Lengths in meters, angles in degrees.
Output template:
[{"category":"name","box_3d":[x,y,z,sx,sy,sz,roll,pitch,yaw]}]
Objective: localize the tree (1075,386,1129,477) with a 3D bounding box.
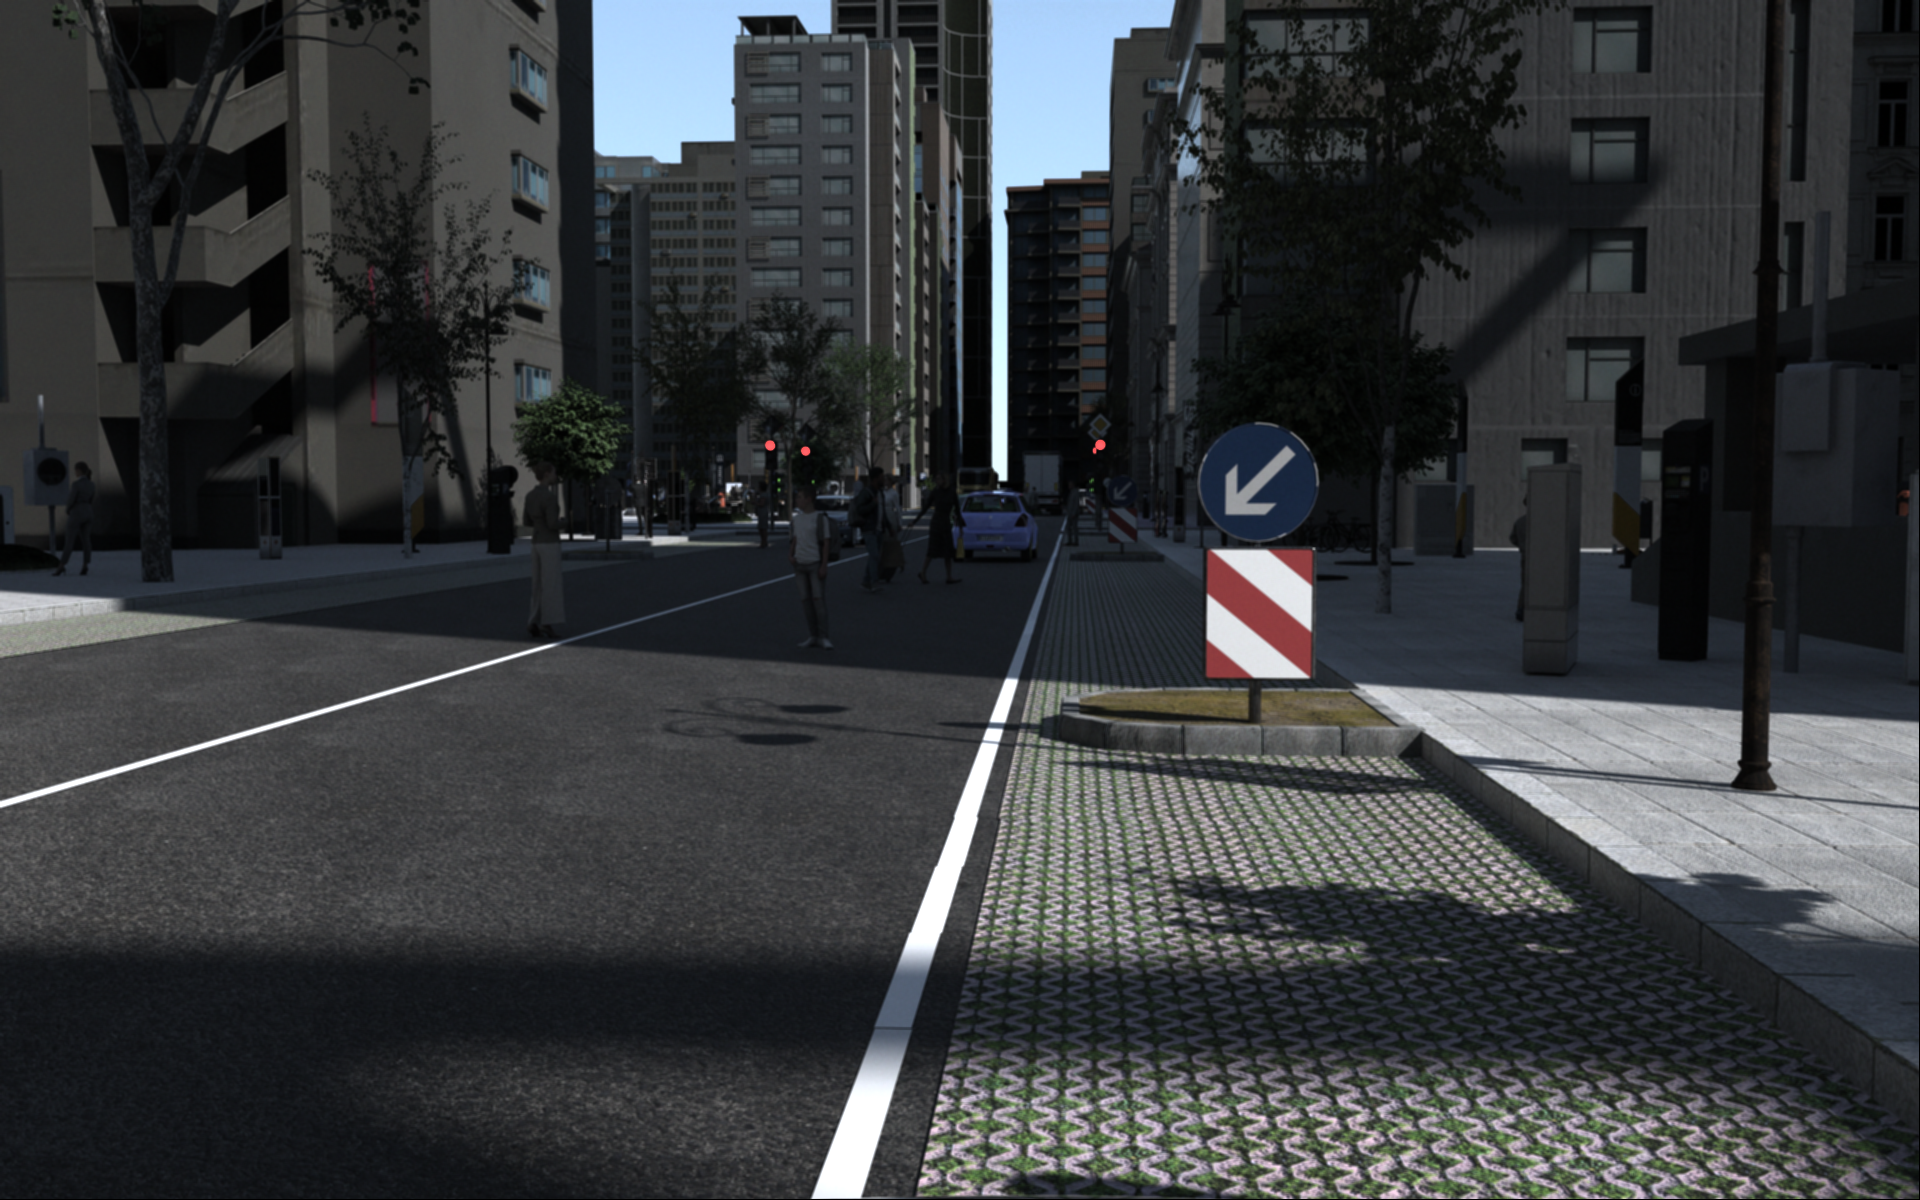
[{"category":"tree","box_3d":[13.649,-13.139,149.229,8.767,10.594,7.601,1,4,17]}]

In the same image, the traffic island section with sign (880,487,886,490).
[{"category":"traffic island section with sign","box_3d":[-4.152,-5.190,93.484,1.989,1.847,2.006,0,4,4]}]

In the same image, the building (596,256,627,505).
[{"category":"building","box_3d":[-45.557,-27.109,214.936,14.107,30.474,14.160,0,4,4]}]

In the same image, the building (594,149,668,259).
[{"category":"building","box_3d":[-53.366,-38.150,243.353,30.456,49.044,23.786,0,4,4]}]

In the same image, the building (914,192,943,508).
[{"category":"building","box_3d":[-9.333,-24.081,165.428,14.160,30.474,14.107,0,4,4]}]

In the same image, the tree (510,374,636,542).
[{"category":"tree","box_3d":[-10.587,-3.895,47.392,4.285,4.588,4.351,0,3,0]}]

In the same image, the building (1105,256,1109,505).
[{"category":"building","box_3d":[24.732,-26.824,210.276,14.160,30.474,14.107,0,4,4]}]

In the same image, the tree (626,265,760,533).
[{"category":"tree","box_3d":[-8.742,-6.511,56.821,4.737,8.622,4.395,0,3,0]}]

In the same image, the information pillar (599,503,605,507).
[{"category":"information pillar","box_3d":[-22.194,-6.284,107.241,0.304,2.012,0.304,3,5,43]}]

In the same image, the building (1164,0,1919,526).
[{"category":"building","box_3d":[31.349,-18.234,74.536,44.131,29.872,17.030,0,4,4]}]

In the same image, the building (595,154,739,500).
[{"category":"building","box_3d":[-27.141,-31.348,204.425,23.993,40.220,32.217,0,4,4]}]

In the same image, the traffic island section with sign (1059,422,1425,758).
[{"category":"traffic island section with sign","box_3d":[1.595,-0.106,10.369,1.989,1.847,2.006,0,4,4]}]

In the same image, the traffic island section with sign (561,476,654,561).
[{"category":"traffic island section with sign","box_3d":[-7.823,-1.797,38.014,1.989,1.847,2.006,0,4,4]}]

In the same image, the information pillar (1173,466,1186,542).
[{"category":"information pillar","box_3d":[5.854,-2.548,46.156,0.304,2.012,0.304,1,4,12]}]

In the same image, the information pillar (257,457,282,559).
[{"category":"information pillar","box_3d":[-13.587,-1.811,34.095,0.304,2.012,0.304,2,4,25]}]

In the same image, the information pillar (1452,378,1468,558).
[{"category":"information pillar","box_3d":[10.061,-2.654,34.742,0.183,3.616,0.504,0,4,2]}]

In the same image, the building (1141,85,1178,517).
[{"category":"building","box_3d":[18.601,-19.601,107.867,14.401,28.519,23.554,0,4,4]}]

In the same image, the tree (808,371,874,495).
[{"category":"tree","box_3d":[-7.113,-9.390,103.887,4.360,8.622,3.978,0,3,0]}]

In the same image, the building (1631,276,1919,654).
[{"category":"building","box_3d":[23.650,-19.551,11.549,32.217,40.220,23.993,0,4,4]}]

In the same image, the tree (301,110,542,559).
[{"category":"tree","box_3d":[-10.724,-5.124,34.144,4.360,8.622,3.978,0,3,0]}]

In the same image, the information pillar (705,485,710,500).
[{"category":"information pillar","box_3d":[-20.998,-8.549,144.267,0.304,2.012,0.304,3,5,40]}]

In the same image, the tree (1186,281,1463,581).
[{"category":"tree","box_3d":[5.243,-2.595,26.150,4.285,4.588,4.351,0,3,0]}]

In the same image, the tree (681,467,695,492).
[{"category":"tree","box_3d":[-19.669,-7.886,123.536,1.663,3.219,1.824,0,3,0]}]

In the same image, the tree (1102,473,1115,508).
[{"category":"tree","box_3d":[13.939,-10.096,159.675,1.663,3.219,1.824,0,3,0]}]

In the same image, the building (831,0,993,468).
[{"category":"building","box_3d":[-6.264,-48.942,238.459,20.611,71.187,20.563,0,4,4]}]

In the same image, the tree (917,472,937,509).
[{"category":"tree","box_3d":[-3.050,-9.551,150.752,1.663,3.219,1.824,0,3,0]}]

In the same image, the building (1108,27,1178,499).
[{"category":"building","box_3d":[26.152,-33.866,177.418,21.300,48.544,21.600,0,4,4]}]

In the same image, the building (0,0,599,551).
[{"category":"building","box_3d":[-23.566,-25.953,48.039,21.600,48.544,21.300,0,4,4]}]

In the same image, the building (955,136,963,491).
[{"category":"building","box_3d":[-7.186,-34.349,211.713,14.200,45.320,14.600,0,4,4]}]

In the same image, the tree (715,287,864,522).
[{"category":"tree","box_3d":[-8.067,-8.852,79.146,8.767,10.594,7.601,3,5,41]}]

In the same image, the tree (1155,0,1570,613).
[{"category":"tree","box_3d":[4.488,-4.177,18.660,4.737,8.622,4.395,0,3,0]}]

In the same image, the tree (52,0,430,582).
[{"category":"tree","box_3d":[-10.598,-10.271,23.818,12.611,20.169,13.585,0,3,0]}]

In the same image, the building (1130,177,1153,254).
[{"category":"building","box_3d":[22.634,-23.744,159.907,14.160,30.474,14.107,0,4,4]}]

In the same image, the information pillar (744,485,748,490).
[{"category":"information pillar","box_3d":[-17.055,-8.170,138.073,0.304,2.012,0.304,1,4,17]}]

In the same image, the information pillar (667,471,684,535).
[{"category":"information pillar","box_3d":[-8.935,-3.037,54.154,0.304,2.012,0.304,3,5,39]}]

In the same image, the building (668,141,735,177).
[{"category":"building","box_3d":[-27.467,-37.729,240.565,21.600,48.544,21.300,0,4,4]}]

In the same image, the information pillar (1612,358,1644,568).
[{"category":"information pillar","box_3d":[11.516,-2.354,29.837,0.504,3.616,0.183,-1,4,-10]}]

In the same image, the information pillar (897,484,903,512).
[{"category":"information pillar","box_3d":[-4.216,-7.137,121.190,0.304,2.012,0.304,-2,4,-31]}]

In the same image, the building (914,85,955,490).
[{"category":"building","box_3d":[-8.596,-33.304,194.627,14.600,45.320,14.200,0,4,4]}]

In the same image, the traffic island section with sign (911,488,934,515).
[{"category":"traffic island section with sign","box_3d":[-2.328,-6.872,120.992,1.989,1.847,2.006,0,4,4]}]

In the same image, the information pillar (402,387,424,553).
[{"category":"information pillar","box_3d":[-11.980,-2.846,37.885,0.183,3.616,0.504,3,4,38]}]

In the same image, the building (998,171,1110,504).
[{"category":"building","box_3d":[19.097,-35.644,237.411,28.867,44.769,22.147,0,4,4]}]

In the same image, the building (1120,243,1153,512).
[{"category":"building","box_3d":[18.285,-18.093,131.983,11.583,22.565,21.152,0,4,4]}]

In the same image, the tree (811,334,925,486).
[{"category":"tree","box_3d":[-5.860,-11.418,112.435,9.928,11.665,9.643,0,3,0]}]

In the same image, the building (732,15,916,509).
[{"category":"building","box_3d":[-11.499,-28.596,151.141,14.154,41.232,14.086,0,4,4]}]

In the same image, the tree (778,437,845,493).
[{"category":"tree","box_3d":[-7.676,-6.373,87.910,4.285,4.588,4.351,0,3,0]}]

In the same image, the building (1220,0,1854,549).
[{"category":"building","box_3d":[14.080,-22.186,46.332,14.154,41.232,14.086,0,4,4]}]
